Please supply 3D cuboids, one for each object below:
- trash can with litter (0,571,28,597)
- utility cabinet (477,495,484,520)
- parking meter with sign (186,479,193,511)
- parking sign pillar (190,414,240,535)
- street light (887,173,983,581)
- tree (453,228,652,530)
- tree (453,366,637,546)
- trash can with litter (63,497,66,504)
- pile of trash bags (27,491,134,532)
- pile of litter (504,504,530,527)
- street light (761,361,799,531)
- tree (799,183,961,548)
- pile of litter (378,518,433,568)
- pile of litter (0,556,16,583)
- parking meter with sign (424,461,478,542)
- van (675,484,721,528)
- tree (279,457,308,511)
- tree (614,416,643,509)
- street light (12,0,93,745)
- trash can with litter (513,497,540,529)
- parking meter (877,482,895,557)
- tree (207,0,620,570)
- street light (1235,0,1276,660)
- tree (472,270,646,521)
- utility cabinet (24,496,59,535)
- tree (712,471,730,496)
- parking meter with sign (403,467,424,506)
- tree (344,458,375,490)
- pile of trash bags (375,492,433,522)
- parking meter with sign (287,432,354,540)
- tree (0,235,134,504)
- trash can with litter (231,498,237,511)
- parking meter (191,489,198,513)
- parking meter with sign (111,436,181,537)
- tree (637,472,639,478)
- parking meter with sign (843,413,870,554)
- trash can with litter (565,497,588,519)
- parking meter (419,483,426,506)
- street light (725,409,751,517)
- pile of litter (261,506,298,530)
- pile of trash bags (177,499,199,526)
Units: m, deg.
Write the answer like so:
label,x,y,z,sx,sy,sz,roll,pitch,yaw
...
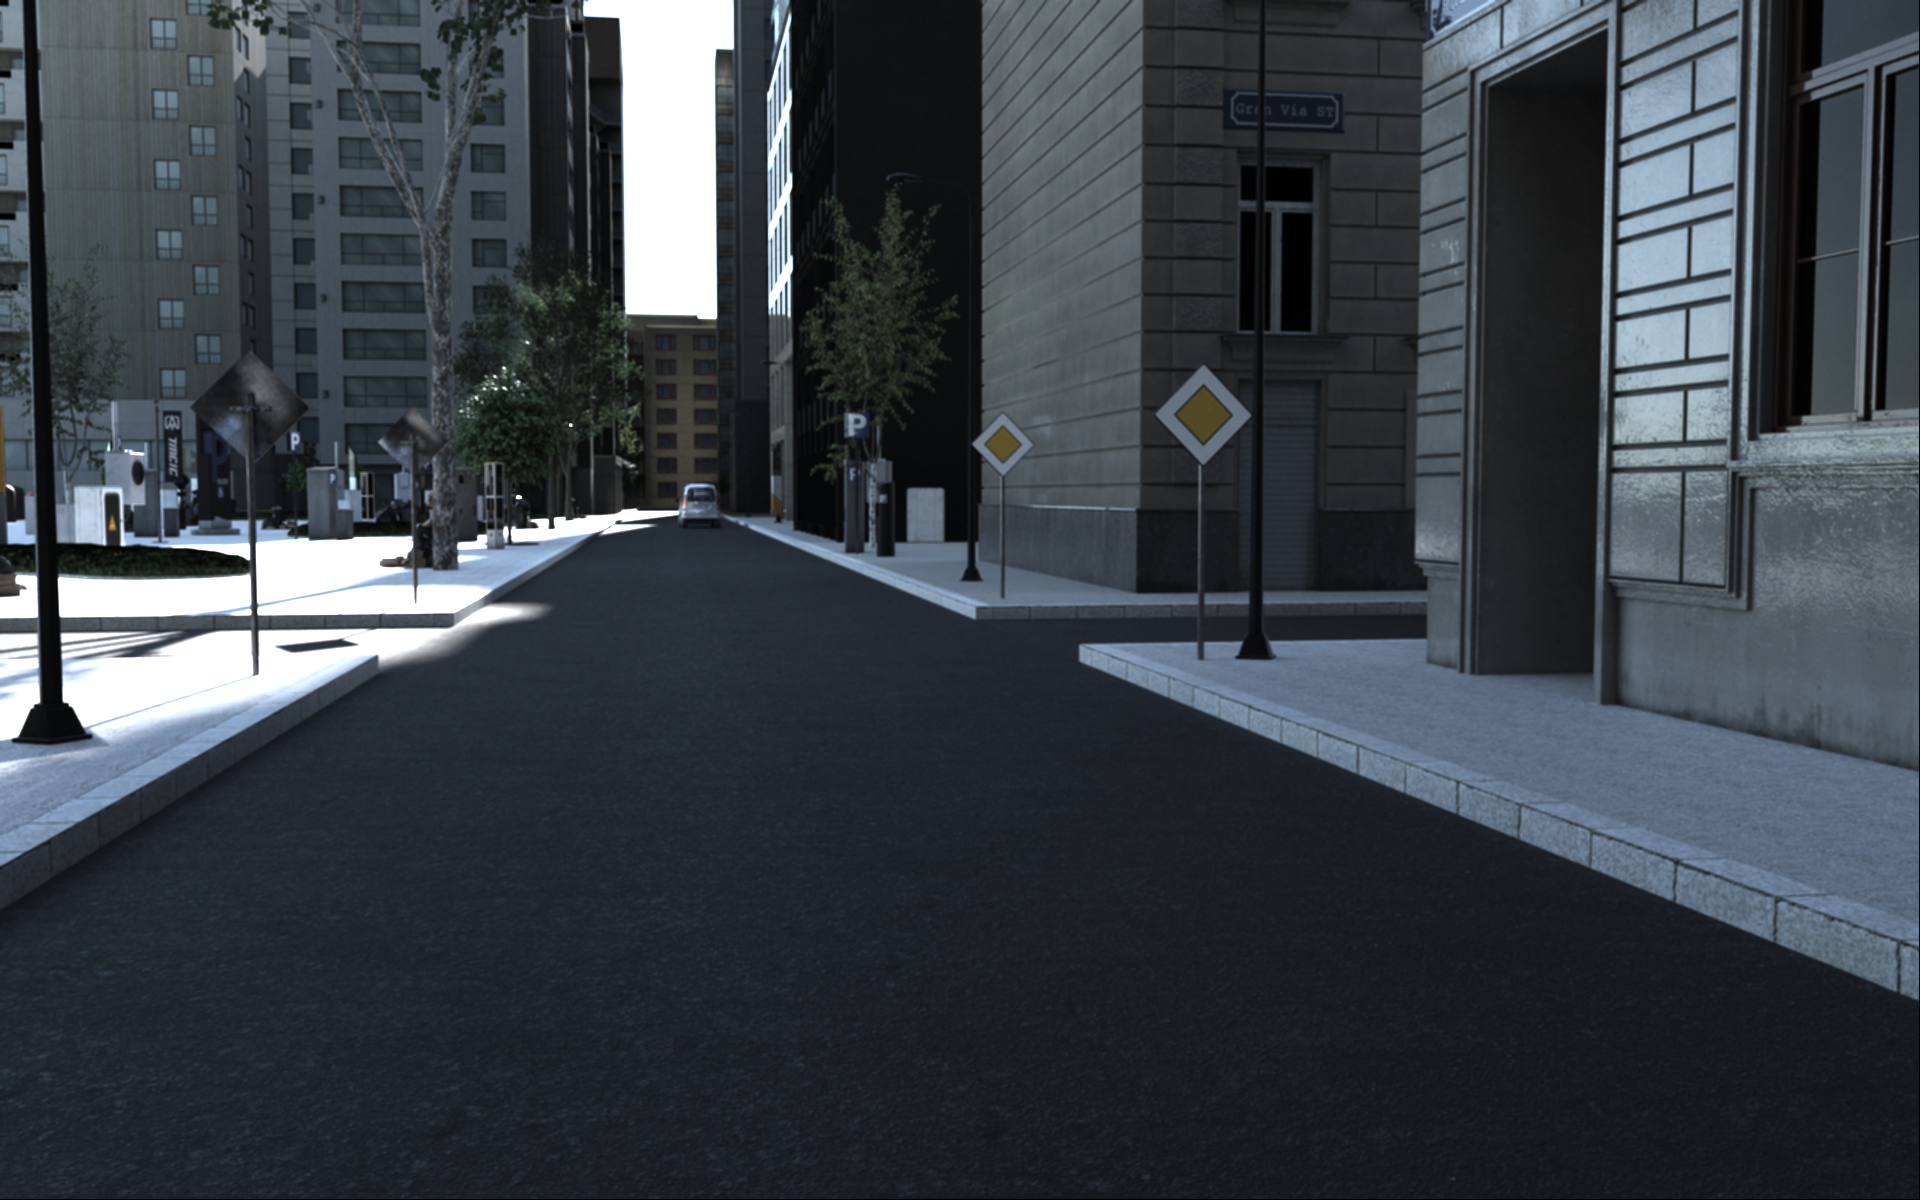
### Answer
label,x,y,z,sx,sy,sz,roll,pitch,yaw
trash can with litter,-12.218,-0.618,21.486,0.624,1.170,1.055,2,4,26
utility cabinet,-22.344,-4.253,80.692,0.306,1.237,1.020,-1,4,-12
parking meter with sign,-39.074,-5.558,87.136,0.543,3.016,1.738,-3,5,-41
parking sign pillar,-23.482,-4.039,54.511,1.447,3.967,1.447,0,4,5
street light,-0.365,-3.230,25.348,1.470,5.913,1.316,-1,4,-10
tree,-14.853,-7.793,61.836,8.767,10.594,7.601,1,4,16
tree,-11.306,-3.666,43.653,4.285,4.588,4.351,0,3,0
trash can with litter,-44.752,-4.625,86.678,2.233,1.210,1.678,3,4,36
pile of trash bags,-29.590,-2.977,58.429,3.447,1.369,1.912,-1,4,-17
pile of litter,-19.513,-3.665,73.881,1.719,0.858,1.176,1,4,19
street light,-6.249,-5.387,60.610,1.470,5.913,1.316,-1,4,-10
tree,-2.075,-5.575,41.507,4.737,8.622,4.395,0,3,0
pile of litter,-9.612,-1.009,30.464,1.176,0.858,1.719,-2,4,-27
pile of litter,-13.587,-0.578,23.423,1.176,0.858,1.719,3,4,37
parking meter with sign,-13.488,-3.096,46.878,0.543,3.016,1.738,3,5,45
van,-11.282,-4.146,74.806,2.013,2.044,4.112,-1,4,-12
tree,-34.298,-5.797,89.375,1.663,3.219,1.824,0,3,0
tree,-29.688,-12.367,152.561,4.360,8.622,3.978,0,3,0
street light,-4.197,-2.226,8.934,1.470,5.913,1.316,-1,4,-10
trash can with litter,-15.909,-3.199,63.698,1.055,1.170,0.624,2,4,25
parking meter,-1.525,-1.663,35.602,0.372,1.533,0.369,0,3,0
tree,-10.079,-10.608,29.327,12.611,20.169,13.585,0,3,0
street light,1.780,-2.493,13.294,1.470,5.913,1.316,-1,4,-10
tree,-18.574,-9.512,81.271,9.928,11.665,9.643,0,3,0
utility cabinet,-29.001,-2.664,54.714,1.020,1.237,0.306,1,4,10
tree,-20.153,-9.277,146.288,1.663,3.219,1.824,0,3,0
parking meter with sign,-26.532,-5.347,83.677,1.738,3.016,0.543,1,4,13
tree,-31.807,-5.935,91.644,1.663,3.219,1.824,0,3,0
pile of trash bags,-21.749,-3.630,69.102,1.912,1.369,3.447,1,4,15
parking meter with sign,-17.860,-3.193,48.470,1.738,3.016,0.543,1,4,11
tree,-24.573,-5.936,47.409,4.360,8.622,3.978,0,3,0
trash can with litter,-36.637,-4.650,87.409,0.624,1.170,1.055,3,4,36
parking meter,-39.067,-4.896,88.466,0.372,1.533,0.369,0,3,0
parking meter with sign,-24.257,-3.388,51.658,1.738,3.016,0.543,0,4,-6
tree,-28.617,-9.893,145.471,4.285,4.588,4.351,0,3,0
parking meter with sign,-2.298,-2.548,37.925,0.543,3.016,1.738,0,4,-6
trash can with litter,-19.376,-4.659,87.557,1.055,1.170,0.624,-3,5,-40
parking meter,-27.721,-5.117,89.382,0.399,1.863,0.255,-2,4,-24
street light,-12.208,-7.506,95.258,1.470,5.913,1.316,-1,4,-10
pile of litter,-24.705,-3.008,63.145,1.719,0.858,1.176,-3,5,-39
pile of trash bags,-30.949,-3.695,70.161,3.447,1.369,1.912,2,4,30
